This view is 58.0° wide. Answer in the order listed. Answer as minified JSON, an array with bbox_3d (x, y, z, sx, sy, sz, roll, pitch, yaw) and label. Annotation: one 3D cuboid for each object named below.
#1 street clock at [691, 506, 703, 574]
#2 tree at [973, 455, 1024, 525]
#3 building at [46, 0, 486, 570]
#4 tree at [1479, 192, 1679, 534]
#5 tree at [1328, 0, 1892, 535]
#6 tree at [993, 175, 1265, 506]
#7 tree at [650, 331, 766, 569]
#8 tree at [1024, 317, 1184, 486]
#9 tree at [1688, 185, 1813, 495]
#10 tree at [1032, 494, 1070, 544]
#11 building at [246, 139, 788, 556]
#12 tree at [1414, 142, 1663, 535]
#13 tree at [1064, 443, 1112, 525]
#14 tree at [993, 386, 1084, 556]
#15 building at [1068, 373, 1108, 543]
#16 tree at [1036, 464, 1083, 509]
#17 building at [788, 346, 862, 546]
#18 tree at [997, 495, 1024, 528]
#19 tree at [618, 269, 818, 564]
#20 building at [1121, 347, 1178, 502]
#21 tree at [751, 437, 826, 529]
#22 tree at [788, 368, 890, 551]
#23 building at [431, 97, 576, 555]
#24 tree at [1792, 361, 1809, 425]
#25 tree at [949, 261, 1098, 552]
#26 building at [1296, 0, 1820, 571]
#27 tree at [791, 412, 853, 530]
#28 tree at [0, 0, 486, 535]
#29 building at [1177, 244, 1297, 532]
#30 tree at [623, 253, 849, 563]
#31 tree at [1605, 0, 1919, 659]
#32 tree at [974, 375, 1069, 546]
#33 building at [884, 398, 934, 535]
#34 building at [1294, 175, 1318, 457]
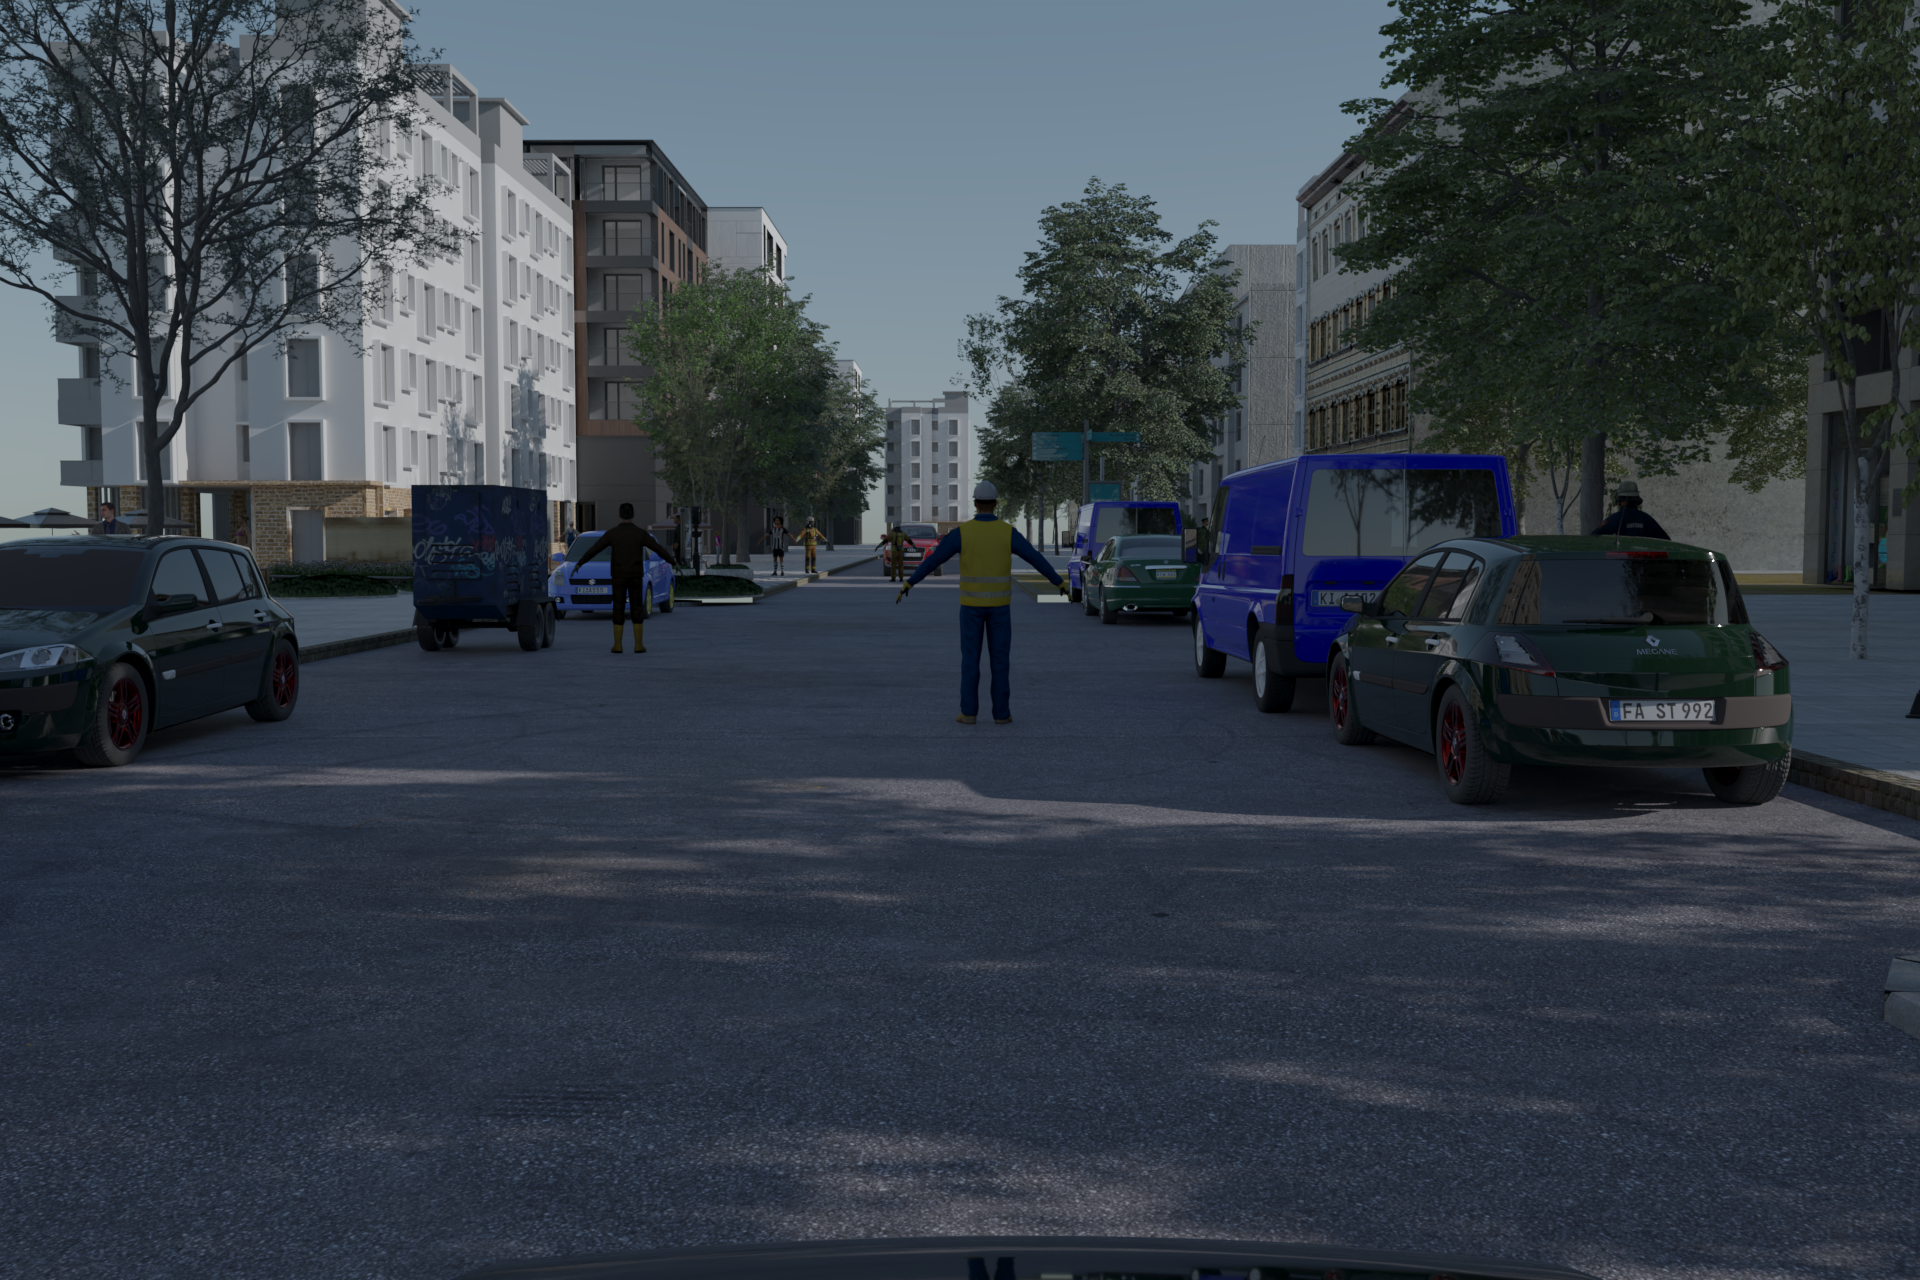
[{"bbox_3d":[-6.850,-2.470,44.956,0.358,2.002,0.471,0,4,1],"label":"street clock"},{"bbox_3d":[5.386,-19.300,233.687,7.486,12.596,7.792,0,3,0],"label":"tree"},{"bbox_3d":[-25.057,-12.474,60.373,16.016,20.090,11.380,0,3,0],"label":"building"},{"bbox_3d":[13.078,-5.317,37.288,4.737,8.622,4.395,0,3,0],"label":"tree"},{"bbox_3d":[9.181,-6.540,25.063,7.486,12.596,7.792,0,3,0],"label":"tree"},{"bbox_3d":[5.883,-9.473,61.545,9.857,13.997,8.962,0,3,0],"label":"tree"},{"bbox_3d":[-9.563,-6.900,63.174,4.360,8.622,3.978,0,3,0],"label":"tree"},{"bbox_3d":[6.228,-8.504,73.454,8.767,10.594,7.601,2,4,31],"label":"tree"},{"bbox_3d":[26.789,-8.339,54.471,7.486,12.596,7.792,0,3,0],"label":"tree"},{"bbox_3d":[12.894,-18.286,233.390,7.601,10.594,8.767,0,4,5],"label":"tree"},{"bbox_3d":[-26.265,-16.053,106.443,27.936,21.610,32.646,0,4,1],"label":"building"},{"bbox_3d":[16.415,-8.034,49.480,7.486,12.596,7.792,0,3,0],"label":"tree"},{"bbox_3d":[5.915,-8.176,84.045,4.360,8.622,3.978,0,3,0],"label":"tree"},{"bbox_3d":[5.449,-10.294,102.718,7.601,10.594,8.767,-1,4,-14],"label":"tree"},{"bbox_3d":[21.980,-22.181,193.590,19.493,23.208,18.063,0,3,0],"label":"building"},{"bbox_3d":[6.285,-8.577,90.600,4.737,8.622,4.395,0,3,0],"label":"tree"},{"bbox_3d":[-26.343,-21.832,200.931,27.936,21.610,32.646,0,4,0],"label":"building"},{"bbox_3d":[6.914,-16.937,227.275,4.737,8.622,4.395,0,3,0],"label":"tree"},{"bbox_3d":[-9.513,-8.777,69.265,9.928,11.665,9.643,0,3,0],"label":"tree"},{"bbox_3d":[25.052,-18.244,164.739,16.747,18.905,31.486,0,4,-1],"label":"building"},{"bbox_3d":[-9.067,-8.314,86.304,4.737,8.622,4.395,0,3,0],"label":"tree"},{"bbox_3d":[-10.057,-13.785,132.041,9.857,13.997,8.962,0,3,0],"label":"tree"},{"bbox_3d":[-24.709,-13.462,76.529,16.016,20.090,11.380,0,4,-1],"label":"building"},{"bbox_3d":[25.189,-5.883,46.549,4.360,8.622,3.978,0,3,0],"label":"tree"},{"bbox_3d":[5.460,-16.091,118.973,12.611,20.169,13.585,0,3,0],"label":"tree"},{"bbox_3d":[24.888,-14.562,69.025,19.493,23.208,18.063,0,4,-1],"label":"building"},{"bbox_3d":[-9.232,-9.354,103.293,4.360,8.622,3.978,0,3,0],"label":"tree"},{"bbox_3d":[-12.275,-7.093,26.343,12.009,13.543,11.850,0,3,0],"label":"tree"},{"bbox_3d":[24.784,-15.170,114.492,16.747,18.905,31.486,0,4,0],"label":"building"},{"bbox_3d":[-9.903,-10.469,77.823,9.857,13.997,8.962,0,3,0],"label":"tree"},{"bbox_3d":[9.022,-4.104,17.462,4.737,8.622,4.395,0,3,0],"label":"tree"},{"bbox_3d":[5.548,-14.113,137.397,9.857,13.997,8.962,0,3,0],"label":"tree"},{"bbox_3d":[-9.798,-22.888,233.091,11.380,20.090,16.016,0,4,1],"label":"building"},{"bbox_3d":[23.209,-14.450,92.672,16.016,20.090,11.380,0,4,-1],"label":"building"}]
